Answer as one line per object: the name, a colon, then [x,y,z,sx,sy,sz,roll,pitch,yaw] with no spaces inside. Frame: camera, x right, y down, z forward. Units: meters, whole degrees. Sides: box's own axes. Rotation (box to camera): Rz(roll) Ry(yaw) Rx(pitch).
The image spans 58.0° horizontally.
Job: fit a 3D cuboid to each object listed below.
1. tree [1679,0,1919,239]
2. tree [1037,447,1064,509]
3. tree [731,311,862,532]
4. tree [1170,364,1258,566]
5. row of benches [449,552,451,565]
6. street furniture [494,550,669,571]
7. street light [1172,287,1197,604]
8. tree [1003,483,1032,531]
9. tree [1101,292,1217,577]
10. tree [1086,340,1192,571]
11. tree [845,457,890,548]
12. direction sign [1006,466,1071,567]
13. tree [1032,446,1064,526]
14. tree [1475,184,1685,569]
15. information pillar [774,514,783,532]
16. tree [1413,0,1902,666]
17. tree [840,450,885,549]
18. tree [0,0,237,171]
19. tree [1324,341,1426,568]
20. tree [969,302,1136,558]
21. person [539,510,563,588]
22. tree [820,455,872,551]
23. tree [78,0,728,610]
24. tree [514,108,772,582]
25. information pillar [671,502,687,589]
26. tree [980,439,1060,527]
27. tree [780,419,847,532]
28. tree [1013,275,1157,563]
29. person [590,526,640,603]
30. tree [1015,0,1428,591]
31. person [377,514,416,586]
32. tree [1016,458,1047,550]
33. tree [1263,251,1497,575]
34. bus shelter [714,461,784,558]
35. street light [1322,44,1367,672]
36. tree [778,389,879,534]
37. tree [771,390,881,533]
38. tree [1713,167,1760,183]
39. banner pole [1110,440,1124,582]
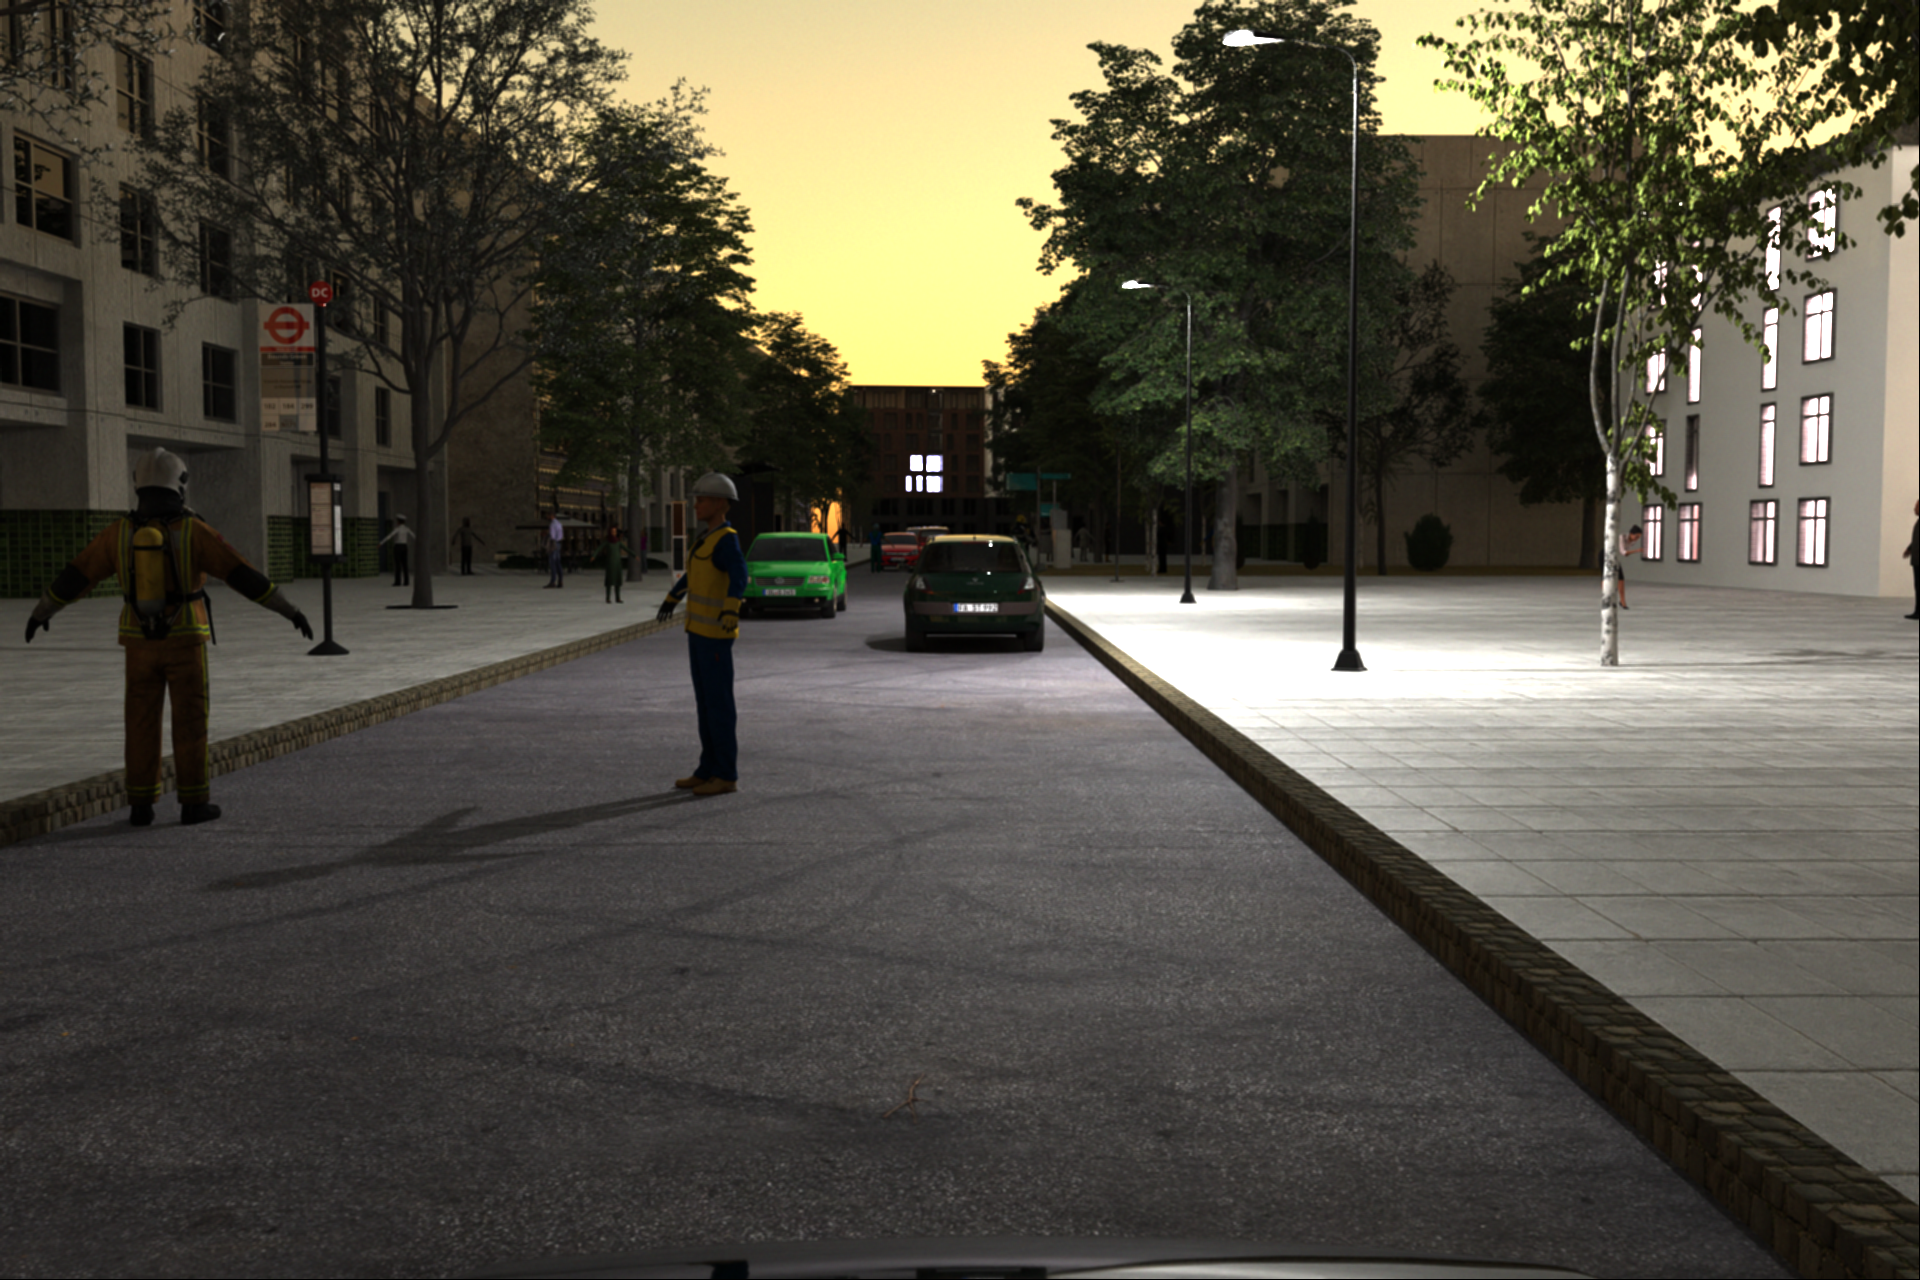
tree: [5.846,-3.625,9.639,4.737,8.622,4.395,0,3,0]
tree: [6.095,-10.404,120.474,4.737,8.622,4.395,0,3,0]
tree: [-8.623,-10.426,88.587,7.486,12.596,7.792,0,3,0]
tree: [9.950,-7.243,68.784,4.737,8.622,4.395,0,3,0]
row of benches: [-21.511,-3.308,69.554,1.422,0.672,4.104,0,4,5]
street furniture: [-14.581,-3.023,65.059,5.734,0.657,10.072,-1,4,-21]
street light: [4.752,-3.626,31.833,1.470,5.913,1.316,0,4,0]
tree: [5.463,-12.059,147.531,4.360,8.622,3.978,0,3,0]
tree: [5.994,-6.198,51.693,4.737,8.622,4.395,0,3,0]
tree: [6.456,-6.682,59.611,4.737,8.622,4.395,0,3,0]
tree: [-9.264,-12.730,158.495,4.360,8.622,3.978,0,3,0]
direction sign: [3.084,-4.808,67.379,2.525,3.948,1.411,0,4,0]
tree: [6.220,-9.949,113.021,4.737,8.622,4.395,0,3,0]
tree: [23.368,-9.633,64.158,9.857,13.997,8.962,0,3,0]
information pillar: [-6.529,-3.538,62.343,0.304,2.012,0.304,0,4,2]
tree: [6.558,-4.049,16.560,4.737,8.622,4.395,0,3,0]
tree: [-9.264,-12.079,147.849,4.360,8.622,3.978,0,3,0]
tree: [-9.382,-6.193,11.623,12.009,13.543,11.850,0,3,0]
tree: [14.944,-7.032,65.343,4.360,8.622,3.978,0,3,0]
tree: [5.685,-11.368,92.528,9.857,13.997,8.962,0,3,0]
person: [-9.716,-2.143,40.953,0.599,1.838,0.709,1,4,9]
tree: [-9.374,-11.134,132.404,4.360,8.622,3.978,0,3,0]
tree: [-9.120,-7.285,29.482,12.009,13.543,11.850,0,3,0]
tree: [-8.596,-7.873,46.858,7.486,12.596,7.792,0,3,0]
information pillar: [-6.376,-2.132,39.357,0.304,2.012,0.304,0,4,1]
tree: [5.900,-13.466,154.576,8.767,10.594,7.601,0,4,-4]
tree: [-9.064,-9.497,105.633,4.737,8.622,4.395,0,3,0]
tree: [5.795,-9.697,76.669,7.486,12.596,7.792,0,3,0]
person: [-6.417,-1.404,32.167,0.989,1.438,0.599,-3,4,-37]
tree: [6.045,-8.117,39.372,9.857,13.997,8.962,0,3,0]
person: [-13.869,-2.225,42.837,0.721,1.778,1.216,3,4,38]
tree: [6.225,-11.631,140.529,4.737,8.622,4.395,0,3,0]
tree: [12.796,-7.288,53.565,7.601,10.594,8.767,0,4,2]
bus shelter: [-7.148,-4.134,58.878,1.731,3.624,6.357,0,3,0]
street light: [4.200,-2.665,16.106,1.470,5.913,1.316,0,4,0]
tree: [-9.450,-12.094,123.487,9.928,11.665,9.643,0,3,0]
tree: [-9.134,-10.891,112.477,8.767,10.594,7.601,0,4,6]
tree: [24.526,-8.320,54.166,7.486,12.596,7.792,0,3,0]
banner pole: [4.220,-3.435,46.185,0.401,3.779,0.863,0,4,0]
